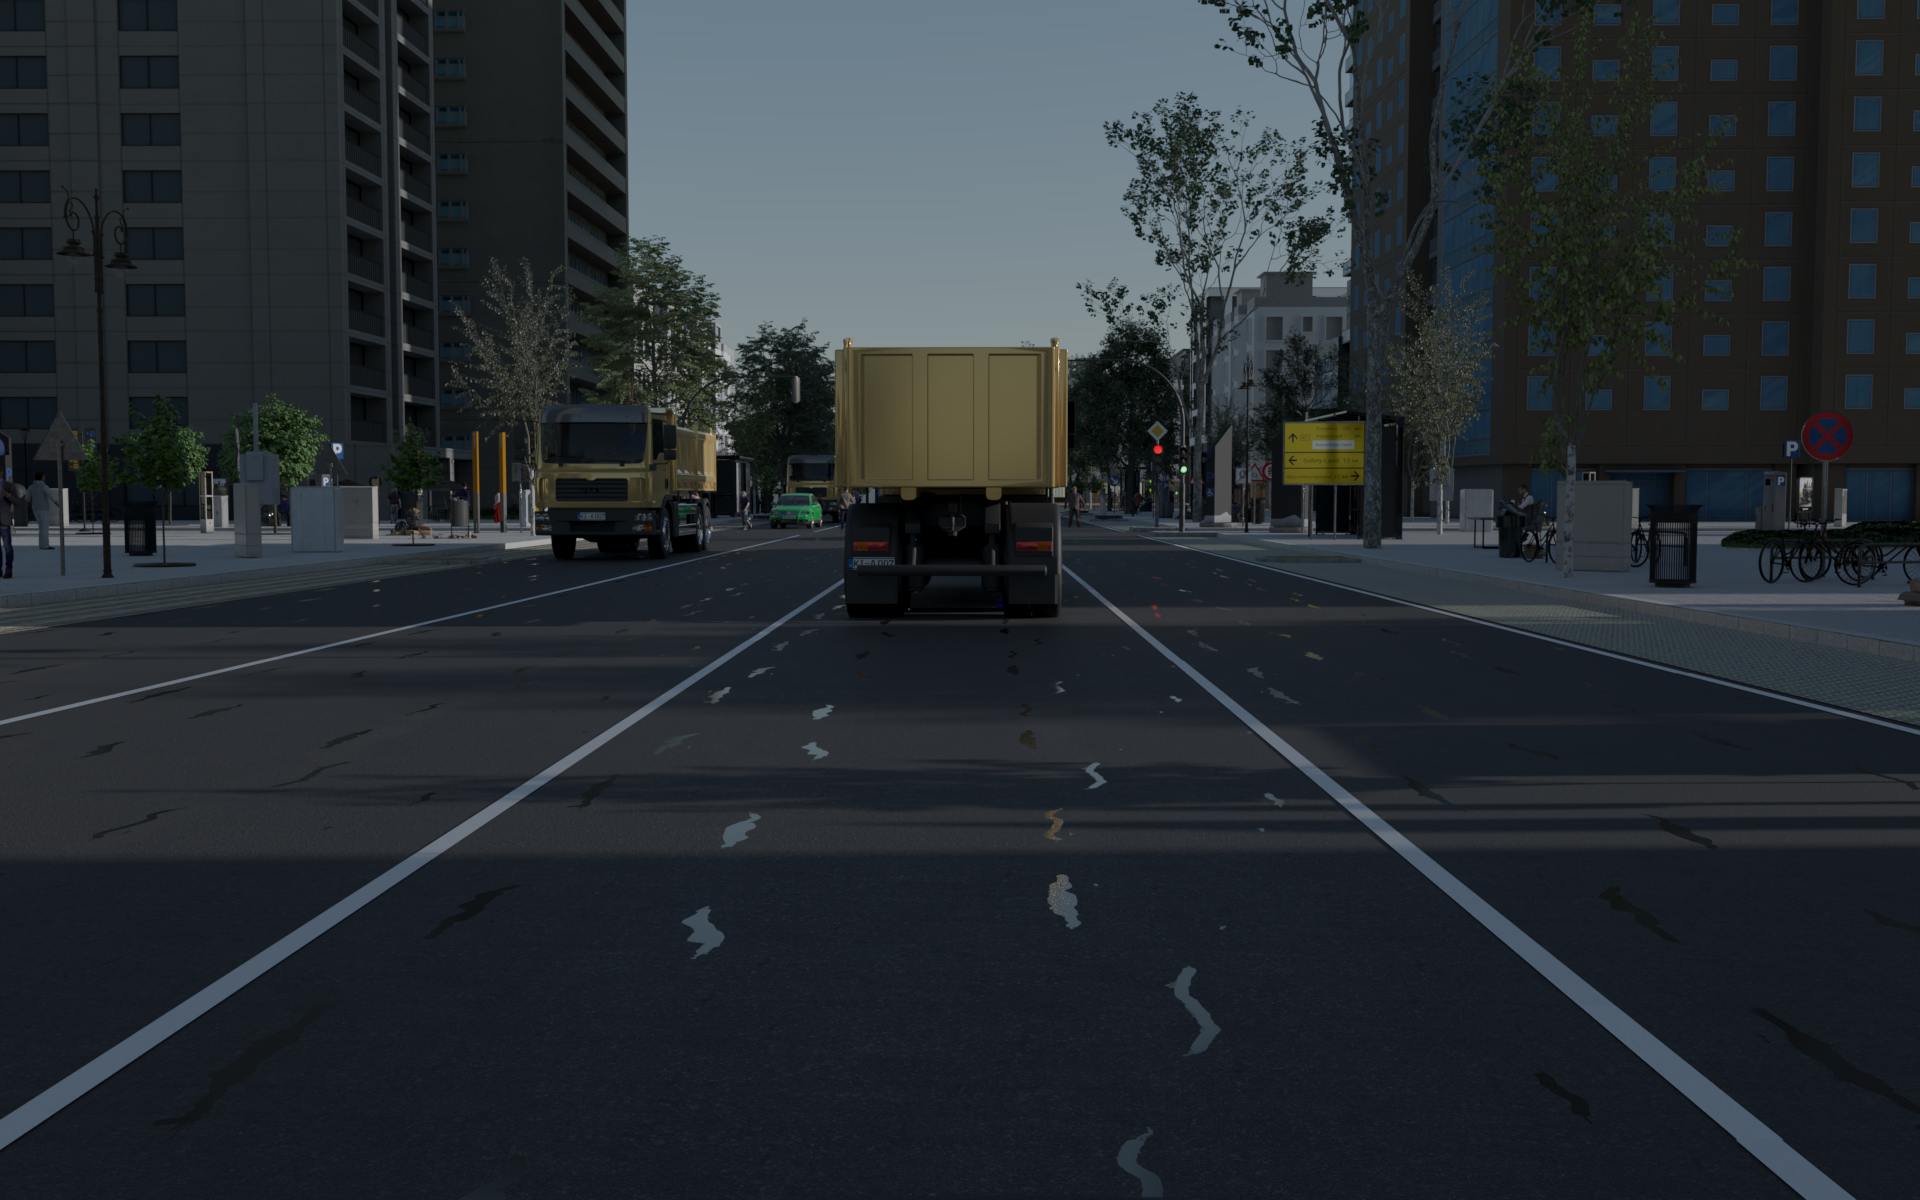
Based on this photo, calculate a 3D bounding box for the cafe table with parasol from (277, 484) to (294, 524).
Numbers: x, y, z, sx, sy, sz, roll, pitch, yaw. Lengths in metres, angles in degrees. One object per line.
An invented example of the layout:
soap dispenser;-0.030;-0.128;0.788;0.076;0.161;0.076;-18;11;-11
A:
cafe table with parasol;-29.938;-4.299;75.151;2.610;1.966;2.610;-2;4;-24

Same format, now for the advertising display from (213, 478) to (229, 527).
advertising display;-29.317;-3.867;68.441;0.974;1.923;0.123;1;4;18

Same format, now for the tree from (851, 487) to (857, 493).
tree;-11.686;-13.176;199.147;4.285;4.588;4.351;0;3;0

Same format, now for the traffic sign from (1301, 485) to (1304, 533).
traffic sign;11.154;-3.440;56.347;0.768;2.556;0.104;0;4;4

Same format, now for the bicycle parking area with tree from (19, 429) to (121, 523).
bicycle parking area with tree;-43.296;-5.599;78.543;9.016;4.147;8.231;-2;4;-30

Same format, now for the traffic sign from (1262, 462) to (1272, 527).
traffic sign;12.209;-4.144;67.860;0.768;2.556;0.104;1;4;9

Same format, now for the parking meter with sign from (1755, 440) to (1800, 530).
parking meter with sign;26.906;-3.725;57.158;0.543;3.016;1.738;0;4;-7

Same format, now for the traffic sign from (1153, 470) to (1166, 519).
traffic sign;10.388;-5.524;90.428;0.768;2.556;0.104;0;4;7

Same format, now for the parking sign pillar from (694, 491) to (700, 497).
parking sign pillar;-13.627;-6.001;86.580;1.447;3.967;1.447;2;4;29

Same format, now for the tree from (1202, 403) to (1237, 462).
tree;21.061;-11.489;138.205;4.737;8.622;4.395;0;3;0

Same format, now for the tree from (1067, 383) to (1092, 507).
tree;11.719;-15.843;177.158;7.486;12.596;7.792;0;3;0

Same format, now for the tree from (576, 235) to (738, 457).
tree;-13.385;-9.688;76.526;7.486;12.596;7.792;0;3;0

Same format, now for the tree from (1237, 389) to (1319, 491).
tree;21.511;-10.184;116.870;4.737;8.622;4.395;0;3;0

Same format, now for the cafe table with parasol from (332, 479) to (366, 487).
cafe table with parasol;-28.456;-4.622;80.432;2.610;1.966;2.610;0;4;3

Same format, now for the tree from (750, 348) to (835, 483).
tree;-12.471;-13.404;136.164;9.611;12.733;9.660;0;3;0

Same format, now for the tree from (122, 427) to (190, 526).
tree;-32.352;-5.315;70.611;4.285;4.588;4.351;0;3;0

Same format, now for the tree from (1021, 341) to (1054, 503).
tree;10.323;-21.938;214.572;12.611;20.169;13.585;0;3;0

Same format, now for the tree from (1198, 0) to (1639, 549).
tree;10.610;-11.204;39.077;12.611;20.169;13.585;0;3;0

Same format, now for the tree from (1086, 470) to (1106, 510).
tree;10.628;-8.784;138.214;1.663;3.219;1.824;0;3;0

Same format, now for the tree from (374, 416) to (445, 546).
tree;-13.662;-2.947;42.784;1.663;3.219;1.824;0;3;0

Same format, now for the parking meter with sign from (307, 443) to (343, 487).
parking meter with sign;-21.965;-3.858;59.346;1.738;3.016;0.543;2;4;25

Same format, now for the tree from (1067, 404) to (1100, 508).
tree;10.621;-13.668;157.877;7.601;10.594;8.767;0;4;-8

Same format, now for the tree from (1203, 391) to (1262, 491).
tree;19.025;-10.552;122.880;4.360;8.622;3.978;0;3;0

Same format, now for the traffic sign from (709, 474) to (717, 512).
traffic sign;-12.773;-5.397;88.350;0.768;2.556;0.104;0;4;3

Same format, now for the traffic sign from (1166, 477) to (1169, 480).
traffic sign;11.748;-5.985;99.984;0.606;2.300;0.079;0;4;8

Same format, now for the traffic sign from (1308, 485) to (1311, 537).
traffic sign;10.411;-3.148;51.575;0.768;2.556;0.104;0;4;2

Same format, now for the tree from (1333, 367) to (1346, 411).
tree;20.691;-8.358;87.008;4.360;8.622;3.978;0;3;0

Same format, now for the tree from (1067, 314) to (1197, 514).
tree;10.832;-11.820;110.259;9.611;12.733;9.660;0;3;0

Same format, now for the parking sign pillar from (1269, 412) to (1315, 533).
parking sign pillar;11.023;-4.228;57.607;1.447;3.967;1.447;3;5;43

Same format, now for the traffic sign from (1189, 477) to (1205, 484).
traffic sign;12.858;-5.755;94.101;0.884;2.594;0.081;1;4;9

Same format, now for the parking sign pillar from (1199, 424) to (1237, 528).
parking sign pillar;9.964;-4.786;66.730;1.447;3.967;1.447;3;4;38

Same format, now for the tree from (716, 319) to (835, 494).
tree;-12.706;-13.319;124.428;9.857;13.997;8.962;0;3;0

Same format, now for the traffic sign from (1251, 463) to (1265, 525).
traffic sign;12.271;-4.414;72.171;0.884;2.594;0.081;0;4;3

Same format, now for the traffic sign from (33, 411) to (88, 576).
traffic sign;-14.100;-1.661;27.157;0.884;2.594;0.081;0;4;4

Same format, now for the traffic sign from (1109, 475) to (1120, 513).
traffic sign;10.425;-7.149;116.987;0.768;2.556;0.104;0;4;8

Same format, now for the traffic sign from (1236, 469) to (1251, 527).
traffic sign;11.106;-4.024;67.916;0.606;2.300;0.079;0;4;1

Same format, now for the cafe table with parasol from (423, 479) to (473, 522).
cafe table with parasol;-23.587;-4.566;79.513;2.610;1.966;2.610;-1;4;-15

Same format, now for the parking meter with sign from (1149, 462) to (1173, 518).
parking meter with sign;10.744;-5.863;92.116;0.543;3.016;1.738;-2;4;-27

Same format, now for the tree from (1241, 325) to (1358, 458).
tree;19.089;-9.877;95.894;7.601;10.594;8.767;0;4;5

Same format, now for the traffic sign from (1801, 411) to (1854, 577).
traffic sign;13.285;-1.621;26.608;0.768;2.556;0.104;0;4;7

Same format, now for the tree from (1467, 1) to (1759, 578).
tree;9.549;-4.649;26.379;4.737;8.622;4.395;0;3;0

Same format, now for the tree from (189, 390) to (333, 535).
tree;-21.696;-4.359;54.982;4.285;4.588;4.351;0;3;0

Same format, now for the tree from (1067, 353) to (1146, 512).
tree;10.838;-12.300;126.858;9.928;11.665;9.643;0;3;0

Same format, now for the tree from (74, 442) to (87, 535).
tree;-27.734;-3.706;55.195;1.663;3.219;1.824;0;3;0

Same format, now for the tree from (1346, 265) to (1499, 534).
tree;15.037;-6.391;54.856;4.360;8.622;3.978;0;3;0

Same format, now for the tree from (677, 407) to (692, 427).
tree;-22.265;-11.516;138.647;4.360;8.622;3.978;0;3;0

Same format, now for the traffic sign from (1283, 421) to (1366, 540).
traffic sign;10.172;-3.337;48.433;2.265;3.308;0.079;1;4;8

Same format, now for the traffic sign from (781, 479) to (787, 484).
traffic sign;-11.834;-7.043;117.288;0.606;2.300;0.079;0;4;4

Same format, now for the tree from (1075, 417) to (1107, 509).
tree;10.951;-11.924;145.322;4.737;8.622;4.395;0;3;0

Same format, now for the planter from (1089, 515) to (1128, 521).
planter;7.801;-4.288;91.246;1.991;0.319;1.994;0;4;0

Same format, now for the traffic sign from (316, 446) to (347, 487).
traffic sign;-17.147;-2.890;47.252;0.884;2.594;0.081;0;4;5

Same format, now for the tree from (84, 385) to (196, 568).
tree;-14.112;-2.212;30.772;1.663;3.219;1.824;0;3;0

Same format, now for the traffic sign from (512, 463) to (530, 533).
traffic sign;-14.431;-3.350;56.907;0.606;2.300;0.079;0;4;7

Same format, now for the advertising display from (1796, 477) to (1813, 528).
advertising display;32.128;-3.712;65.907;0.974;1.923;0.123;-3;4;-36

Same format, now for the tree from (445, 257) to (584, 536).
tree;-13.318;-6.275;52.961;4.360;8.622;3.978;0;3;0

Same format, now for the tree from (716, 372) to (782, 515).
tree;-12.572;-9.388;103.863;4.737;8.622;4.395;0;3;0
